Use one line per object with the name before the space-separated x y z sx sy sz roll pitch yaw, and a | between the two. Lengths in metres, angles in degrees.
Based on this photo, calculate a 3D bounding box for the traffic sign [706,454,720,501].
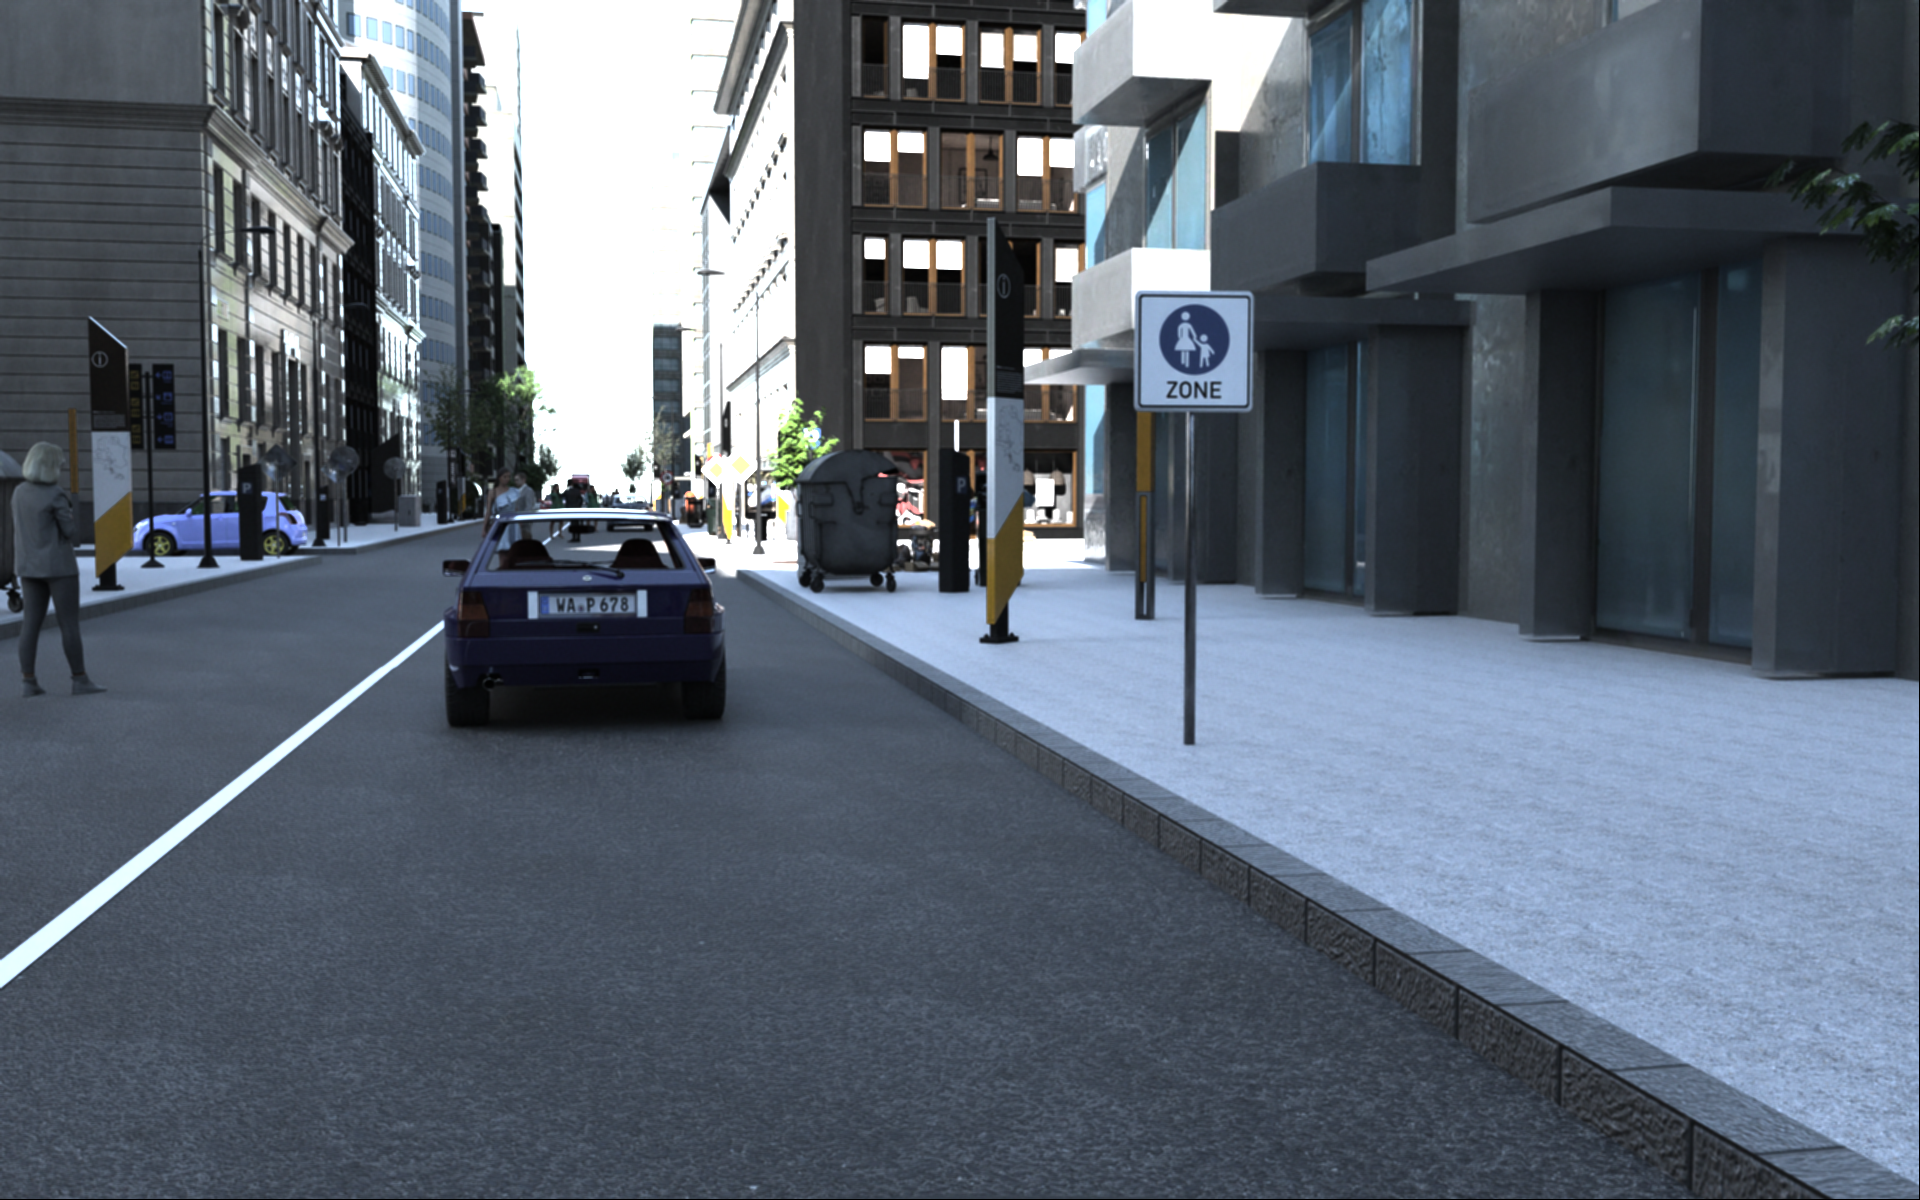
traffic sign | -7.670 -3.356 54.973 0.768 2.556 0.104 0 4 -5

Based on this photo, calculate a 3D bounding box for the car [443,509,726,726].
car | -2.649 0.025 12.173 1.945 1.354 3.894 -1 4 -13

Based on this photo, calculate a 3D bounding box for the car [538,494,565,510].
car | -26.033 -6.276 111.648 2.155 1.783 4.494 -1 4 -10

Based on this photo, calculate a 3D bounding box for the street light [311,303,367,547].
street light | -15.118 -4.261 42.203 1.470 5.913 1.316 -1 4 -12

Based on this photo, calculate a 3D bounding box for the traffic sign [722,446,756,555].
traffic sign | -4.601 -2.001 36.358 0.795 2.450 0.064 -1 4 -12

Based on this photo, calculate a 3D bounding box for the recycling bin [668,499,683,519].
recycling bin | -15.070 -4.913 92.888 0.722 1.027 0.722 0 4 8

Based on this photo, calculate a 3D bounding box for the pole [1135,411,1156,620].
pole | 1.894 -1.456 17.641 0.158 3.312 0.155 0 3 0

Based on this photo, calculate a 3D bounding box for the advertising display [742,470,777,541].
advertising display | -5.435 -2.569 47.210 0.974 1.923 0.123 -3 5 -40

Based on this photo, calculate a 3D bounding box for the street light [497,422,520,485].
street light | -30.443 -8.853 117.294 1.470 5.913 1.316 -1 4 -12

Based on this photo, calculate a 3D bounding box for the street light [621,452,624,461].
street light | -39.213 -14.238 205.325 1.470 5.913 1.316 -1 4 -12

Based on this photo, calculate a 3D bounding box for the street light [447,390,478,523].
street light | -22.121 -6.387 76.976 1.470 5.913 1.316 -1 4 -12

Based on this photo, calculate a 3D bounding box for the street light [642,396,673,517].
street light | -14.232 -6.731 82.590 1.470 5.913 1.316 -1 4 -12

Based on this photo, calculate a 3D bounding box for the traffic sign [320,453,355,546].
traffic sign | -15.212 -2.369 42.368 0.795 2.450 0.064 -1 4 -12

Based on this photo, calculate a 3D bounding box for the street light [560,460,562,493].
street light | -54.449 -16.040 234.790 1.470 5.913 1.316 -1 4 -12

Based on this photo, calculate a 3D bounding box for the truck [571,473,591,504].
truck | -51.867 -15.171 236.963 2.839 4.237 11.283 -1 4 -11

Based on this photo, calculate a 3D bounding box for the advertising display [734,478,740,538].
advertising display | -6.566 -2.820 51.326 0.123 1.923 0.974 -1 4 -14

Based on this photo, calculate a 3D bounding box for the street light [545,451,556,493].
street light | -47.346 -13.928 200.266 1.470 5.913 1.316 -1 4 -12

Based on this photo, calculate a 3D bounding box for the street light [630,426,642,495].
street light | -22.473 -9.206 123.054 1.470 5.913 1.316 -1 4 -12

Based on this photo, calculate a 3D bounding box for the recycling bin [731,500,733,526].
recycling bin | -9.483 -3.428 68.605 0.722 1.027 0.722 3 5 43

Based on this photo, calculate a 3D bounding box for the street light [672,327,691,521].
street light | -7.199 -4.638 48.368 1.470 5.913 1.316 -1 4 -12

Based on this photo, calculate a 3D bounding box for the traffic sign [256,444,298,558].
traffic sign | -13.614 -1.890 34.544 0.795 2.450 0.064 -1 4 -12

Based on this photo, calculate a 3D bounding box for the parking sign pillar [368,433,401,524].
parking sign pillar | -25.151 -5.331 75.633 1.447 3.967 1.447 -3 4 -38

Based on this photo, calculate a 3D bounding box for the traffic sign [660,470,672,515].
traffic sign | -15.782 -5.709 93.441 0.768 2.556 0.104 0 4 -7

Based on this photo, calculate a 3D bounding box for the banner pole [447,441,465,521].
banner pole | -23.961 -5.644 82.296 0.863 3.779 0.401 -3 5 -39

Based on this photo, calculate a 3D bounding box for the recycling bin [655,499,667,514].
recycling bin | -16.643 -5.164 96.978 0.722 1.027 0.722 0 4 7

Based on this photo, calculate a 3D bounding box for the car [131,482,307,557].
car | -16.794 -1.816 39.277 3.694 1.707 1.945 -1 4 -13

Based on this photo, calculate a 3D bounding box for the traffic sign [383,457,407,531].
traffic sign | -19.508 -3.653 59.835 0.768 2.556 0.104 -1 4 -11

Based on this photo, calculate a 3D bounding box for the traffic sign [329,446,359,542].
traffic sign | -16.354 -2.808 46.015 0.768 2.556 0.104 0 4 -4

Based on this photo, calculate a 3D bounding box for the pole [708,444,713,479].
pole | -10.092 -4.664 70.098 0.158 3.312 0.155 0 3 0

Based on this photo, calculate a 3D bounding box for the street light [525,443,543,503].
street light | -37.442 -10.955 151.656 1.470 5.913 1.316 -1 4 -12

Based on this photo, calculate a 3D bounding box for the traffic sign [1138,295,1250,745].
traffic sign | 1.175 -0.409 8.809 0.606 2.300 0.079 0 4 -6

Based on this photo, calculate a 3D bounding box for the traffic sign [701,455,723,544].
traffic sign | -6.199 -2.479 44.182 0.795 2.450 0.064 -1 4 -12

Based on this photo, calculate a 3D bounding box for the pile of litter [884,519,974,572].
pile of litter | -0.586 -0.916 28.948 1.719 0.858 1.176 1 4 12

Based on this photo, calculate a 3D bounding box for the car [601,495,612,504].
car | -49.190 -14.055 242.160 2.083 1.381 4.827 -1 4 -11

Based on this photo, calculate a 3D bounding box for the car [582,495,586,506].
car | -46.000 -11.988 208.362 2.083 1.381 4.827 -1 4 -12

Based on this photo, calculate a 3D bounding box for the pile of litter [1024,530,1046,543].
pile of litter | 1.493 -1.945 45.764 1.719 0.858 1.176 0 4 -3

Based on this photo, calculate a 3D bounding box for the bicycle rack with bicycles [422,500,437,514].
bicycle rack with bicycles | -34.713 -6.075 112.716 2.852 0.926 2.925 -2 4 -34

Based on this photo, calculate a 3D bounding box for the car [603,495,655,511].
car | -12.984 -3.423 67.976 2.014 1.417 4.499 -1 4 -12

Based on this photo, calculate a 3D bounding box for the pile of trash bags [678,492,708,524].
pile of trash bags | -11.288 -3.974 74.732 1.912 1.369 3.447 0 4 3

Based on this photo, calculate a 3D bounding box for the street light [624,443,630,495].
street light | -29.550 -11.302 157.330 1.470 5.913 1.316 -1 4 -12

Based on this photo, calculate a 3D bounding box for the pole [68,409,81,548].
pole | -21.159 -2.908 41.384 0.158 3.312 0.155 0 3 0

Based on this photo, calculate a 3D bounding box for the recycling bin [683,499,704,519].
recycling bin | -13.814 -4.752 90.244 0.722 1.027 0.722 1 4 14
